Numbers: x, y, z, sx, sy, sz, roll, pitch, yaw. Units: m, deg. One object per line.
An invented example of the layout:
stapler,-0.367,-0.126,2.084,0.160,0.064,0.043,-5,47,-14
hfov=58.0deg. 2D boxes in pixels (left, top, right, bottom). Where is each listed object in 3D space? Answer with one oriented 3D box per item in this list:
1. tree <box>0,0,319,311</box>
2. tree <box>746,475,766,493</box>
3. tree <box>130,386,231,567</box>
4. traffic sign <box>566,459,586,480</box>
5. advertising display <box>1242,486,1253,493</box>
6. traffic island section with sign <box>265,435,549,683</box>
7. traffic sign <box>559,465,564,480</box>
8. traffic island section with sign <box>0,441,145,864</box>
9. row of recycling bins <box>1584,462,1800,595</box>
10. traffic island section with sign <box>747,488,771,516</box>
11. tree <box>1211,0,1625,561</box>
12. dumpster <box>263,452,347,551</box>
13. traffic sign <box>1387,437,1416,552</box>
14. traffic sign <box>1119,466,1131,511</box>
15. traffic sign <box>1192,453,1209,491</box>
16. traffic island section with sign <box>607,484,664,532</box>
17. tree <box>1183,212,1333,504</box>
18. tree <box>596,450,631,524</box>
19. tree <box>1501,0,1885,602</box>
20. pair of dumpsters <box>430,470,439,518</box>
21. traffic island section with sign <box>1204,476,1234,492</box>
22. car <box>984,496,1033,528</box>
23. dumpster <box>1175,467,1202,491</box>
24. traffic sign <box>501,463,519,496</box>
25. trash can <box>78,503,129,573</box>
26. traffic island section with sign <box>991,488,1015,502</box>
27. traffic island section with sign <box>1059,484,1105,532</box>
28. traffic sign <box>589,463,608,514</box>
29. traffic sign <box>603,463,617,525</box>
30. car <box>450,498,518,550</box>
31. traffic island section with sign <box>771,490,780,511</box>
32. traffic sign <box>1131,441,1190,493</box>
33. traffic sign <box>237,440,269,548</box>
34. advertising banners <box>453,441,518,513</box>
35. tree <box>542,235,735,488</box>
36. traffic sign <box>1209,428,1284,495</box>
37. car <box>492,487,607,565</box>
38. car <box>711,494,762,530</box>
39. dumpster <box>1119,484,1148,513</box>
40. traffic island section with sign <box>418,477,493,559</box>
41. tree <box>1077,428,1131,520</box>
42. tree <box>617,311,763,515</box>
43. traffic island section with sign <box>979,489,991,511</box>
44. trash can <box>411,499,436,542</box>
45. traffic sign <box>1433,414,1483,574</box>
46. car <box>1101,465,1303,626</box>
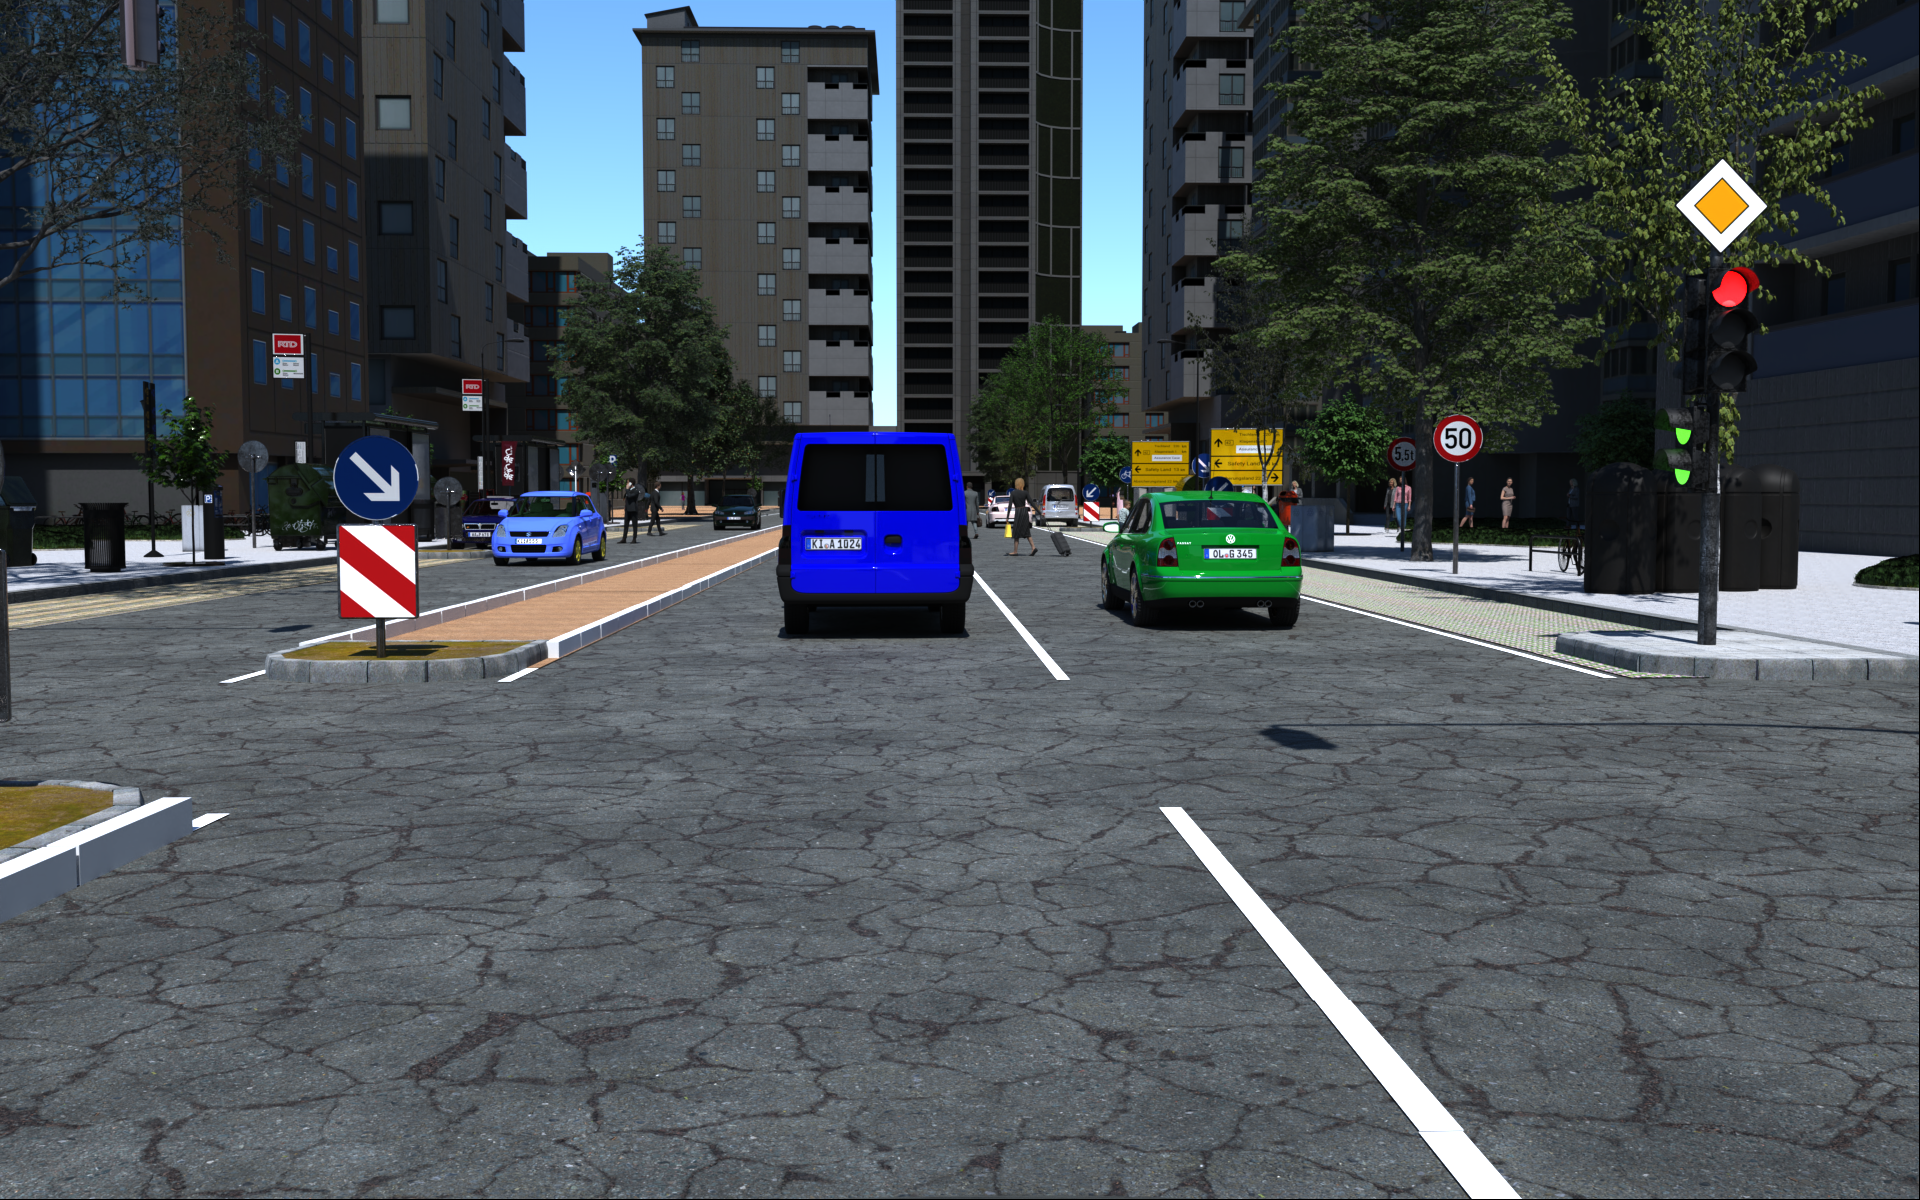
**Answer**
tree,-13.674,-6.856,22.470,12.009,13.543,11.850,0,3,0
tree,-18.812,-10.026,158.523,1.663,3.219,1.824,0,3,0
tree,-13.714,-2.234,31.121,1.663,3.219,1.824,0,3,0
traffic sign,-14.512,-4.016,65.397,0.795,2.593,0.064,0,4,5
advertising display,10.302,-3.586,63.849,0.974,1.923,0.123,0,4,8
traffic island section with sign,-4.546,-0.365,14.101,2.006,1.907,1.989,0,4,-2
traffic sign,-16.888,-4.412,72.235,0.768,2.556,0.104,0,4,6
traffic island section with sign,-4.332,0.088,6.697,2.006,1.907,1.989,0,4,-2
row of recycling bins,9.803,-0.972,23.001,3.534,1.692,1.069,-2,4,-26
traffic island section with sign,-13.901,-6.565,115.969,1.989,1.847,2.006,0,4,-2
tree,8.676,-7.040,33.238,7.486,12.596,7.792,0,3,0
dumpster,-14.941,-2.279,39.757,1.502,2.255,1.985,0,4,-2
traffic sign,9.880,-2.355,38.609,0.768,2.556,0.104,0,4,3
traffic sign,7.702,-4.857,79.514,0.768,2.556,0.104,0,4,6
traffic sign,7.636,-3.309,54.212,0.768,2.556,0.104,0,4,5
traffic island section with sign,-12.399,-3.532,66.382,1.989,1.847,2.006,0,4,-2
tree,7.928,-5.789,45.009,4.360,8.622,3.978,0,3,0
tree,-15.241,-4.903,74.768,1.663,3.219,1.824,0,3,0
tree,8.742,-4.286,20.443,4.737,8.622,4.395,0,3,0
pair of dumpsters,-17.326,-3.120,53.508,1.574,2.255,4.437,0,4,-2
traffic island section with sign,5.647,-1.879,39.357,1.989,1.847,2.006,0,4,-2
car,2.079,-3.755,73.764,2.083,1.381,4.827,0,4,-1
dumpster,8.502,-3.627,61.795,1.502,2.255,1.985,0,4,-2
traffic sign,-14.861,-3.369,57.219,0.606,2.300,0.079,0,4,3
trash can,-14.057,-1.028,28.459,0.748,1.137,0.748,0,3,0
traffic island section with sign,3.316,-6.596,116.478,1.989,1.847,2.006,0,4,-2
traffic island section with sign,4.836,-3.527,66.300,1.989,1.847,2.006,0,4,-2
traffic sign,-15.007,-4.389,71.859,0.768,2.556,0.104,0,4,0
traffic sign,-14.667,-4.401,72.055,0.768,2.556,0.104,0,4,3
car,-12.017,-1.983,44.995,1.945,1.354,3.894,0,4,-2
traffic island section with sign,-14.723,-8.248,143.481,1.989,1.847,2.006,0,4,-2
traffic sign,7.642,-4.418,66.114,2.265,3.308,0.079,0,4,-1
traffic sign,-16.752,-2.504,41.047,0.768,2.556,0.104,0,4,5
advertising banners,-15.467,-3.687,56.463,2.074,3.025,0.090,-1,4,-15
tree,-16.047,-11.036,87.087,9.857,13.997,8.962,0,3,0
traffic sign,8.803,-3.631,53.238,2.265,3.308,0.079,0,4,6
car,-8.485,-1.607,35.865,1.945,1.707,3.694,0,4,0
car,-9.000,-3.687,70.061,2.009,1.686,4.222,0,4,-3
dumpster,9.110,-5.329,89.622,1.502,2.255,1.985,0,4,-2
traffic island section with sign,-11.566,-1.848,38.848,1.989,1.847,2.006,0,4,-2
tree,7.442,-6.228,85.535,4.285,4.588,4.351,0,3,0
tree,-16.636,-11.566,106.109,9.611,12.733,9.660,0,3,0
traffic island section with sign,2.478,-8.283,144.062,1.989,1.847,2.006,0,4,-2
trash can,-14.426,-2.132,46.517,0.748,1.137,0.748,0,3,0
traffic sign,7.954,-1.690,27.740,0.768,2.556,0.104,0,4,7
car,2.712,-0.694,20.146,1.959,1.807,4.718,0,4,-2
